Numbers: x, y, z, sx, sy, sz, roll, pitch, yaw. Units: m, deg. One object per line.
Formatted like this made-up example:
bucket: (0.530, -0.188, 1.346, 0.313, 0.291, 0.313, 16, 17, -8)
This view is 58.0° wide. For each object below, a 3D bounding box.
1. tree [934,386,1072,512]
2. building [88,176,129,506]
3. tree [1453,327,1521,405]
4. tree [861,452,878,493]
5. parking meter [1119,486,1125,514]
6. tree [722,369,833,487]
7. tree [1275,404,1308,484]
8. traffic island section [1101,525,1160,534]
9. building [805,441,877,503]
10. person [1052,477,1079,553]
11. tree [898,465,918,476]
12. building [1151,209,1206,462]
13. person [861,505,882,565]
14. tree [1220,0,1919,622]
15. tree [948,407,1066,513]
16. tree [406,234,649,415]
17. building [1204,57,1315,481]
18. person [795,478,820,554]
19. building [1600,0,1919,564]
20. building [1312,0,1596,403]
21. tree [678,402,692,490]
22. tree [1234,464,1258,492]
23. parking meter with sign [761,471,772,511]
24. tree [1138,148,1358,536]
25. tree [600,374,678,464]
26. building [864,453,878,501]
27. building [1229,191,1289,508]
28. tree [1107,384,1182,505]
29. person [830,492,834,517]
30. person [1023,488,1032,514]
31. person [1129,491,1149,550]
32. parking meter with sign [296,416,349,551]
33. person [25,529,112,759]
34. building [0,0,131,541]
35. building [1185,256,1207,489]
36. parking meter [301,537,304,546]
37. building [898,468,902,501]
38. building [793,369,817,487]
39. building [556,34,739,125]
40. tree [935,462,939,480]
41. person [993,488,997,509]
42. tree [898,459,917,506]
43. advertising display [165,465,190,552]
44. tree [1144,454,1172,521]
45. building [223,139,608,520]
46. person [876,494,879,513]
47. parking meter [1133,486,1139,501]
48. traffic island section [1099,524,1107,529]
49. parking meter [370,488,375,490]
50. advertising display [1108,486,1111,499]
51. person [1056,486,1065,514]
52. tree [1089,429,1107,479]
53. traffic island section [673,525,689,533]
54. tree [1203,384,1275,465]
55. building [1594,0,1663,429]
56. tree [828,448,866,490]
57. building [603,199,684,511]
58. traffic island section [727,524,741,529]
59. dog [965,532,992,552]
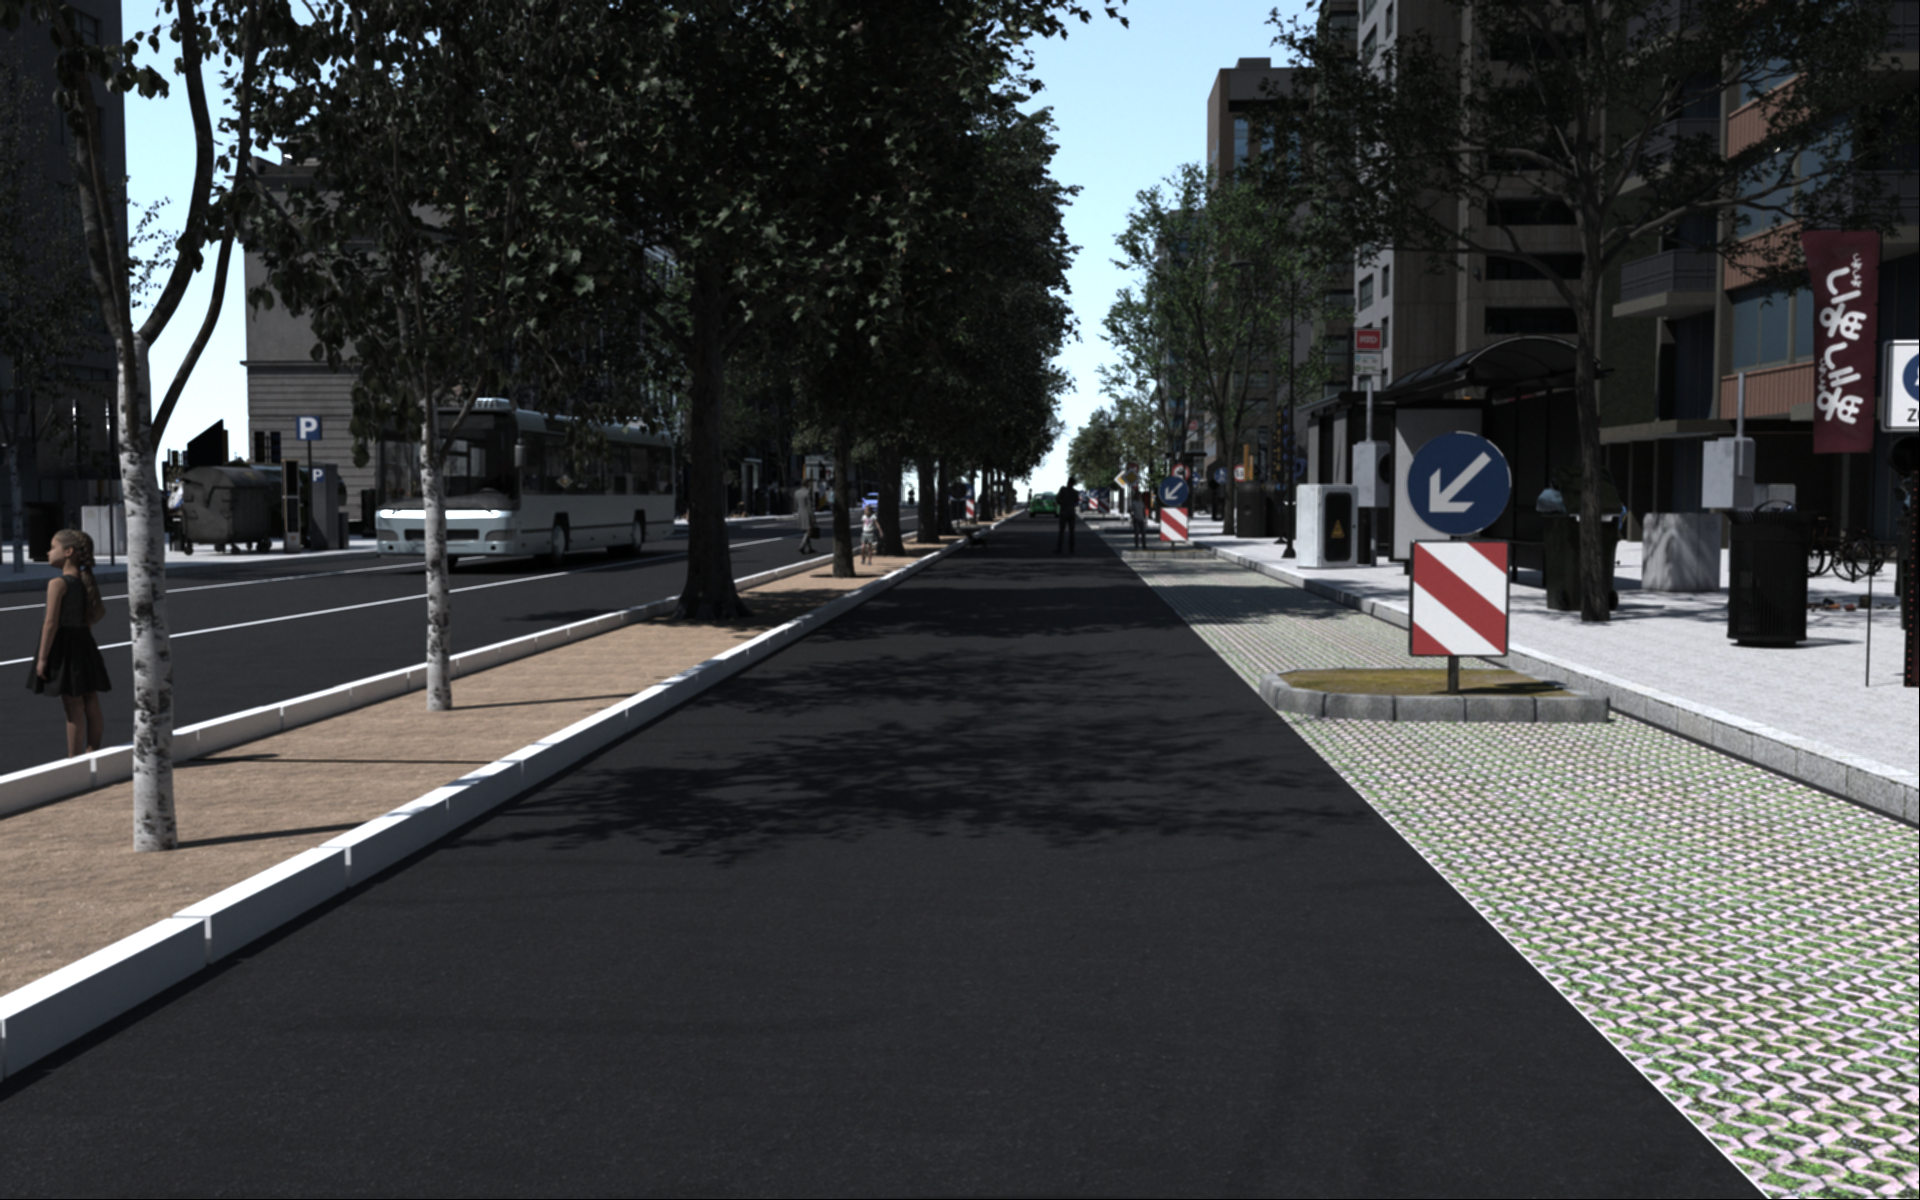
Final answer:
tree: (3.944, -13.970, 141.239, 12.009, 13.543, 11.850, 0, 3, 0)
building: (-54.505, -14.744, 90.211, 18.267, 20.994, 9.793, 0, 4, 3)
tree: (23.914, -7.753, 77.131, 4.360, 8.622, 3.978, 0, 3, 0)
tree: (-8.166, -13.071, 164.071, 4.737, 8.622, 4.395, 0, 3, 0)
parking meter: (10.653, -6.624, 114.010, 0.255, 1.863, 0.399, 2, 4, 32)
tree: (-11.329, -10.799, 110.975, 7.601, 10.594, 8.767, 2, 4, 34)
tree: (26.721, -11.739, 142.288, 4.360, 8.622, 3.978, 0, 3, 0)
traffic island section: (6.325, -2.541, 63.820, 2.009, 0.180, 2.903, 0, 4, 3)
building: (-27.034, -40.812, 256.522, 28.713, 52.752, 27.495, 0, 4, 3)
person: (2.589, -2.089, 42.462, 0.655, 1.846, 0.447, -1, 4, -14)
tree: (-4.855, -18.919, 219.695, 12.009, 13.543, 11.850, 0, 3, 0)
building: (43.479, -40.939, 288.956, 23.786, 49.044, 30.456, 0, 4, 3)
person: (-1.780, -1.300, 34.771, 0.505, 1.210, 0.382, 1, 4, 17)
tree: (6.101, -5.070, 17.303, 7.601, 10.594, 8.767, 1, 4, 13)
tree: (3.793, -11.882, 131.137, 8.767, 10.594, 7.601, 0, 4, 3)
tree: (-13.974, -7.413, 55.618, 8.767, 10.594, 7.601, 0, 4, -1)
building: (32.955, -32.356, 179.125, 14.600, 45.320, 14.200, 0, 4, 3)
person: (-3.650, -2.011, 41.481, 0.694, 1.812, 0.767, 3, 5, 45)
building: (27.099, -23.336, 36.172, 22.147, 44.769, 28.867, 0, 4, 3)
building: (27.637, -20.207, 102.078, 14.160, 30.474, 14.107, 0, 4, 3)
tree: (-19.009, -10.058, 114.818, 4.737, 8.622, 4.395, 0, 3, 0)
tree: (16.110, -6.366, 98.677, 1.663, 3.219, 1.824, 0, 3, 0)
parking meter with sign: (-14.488, -8.145, 129.431, 1.738, 3.016, 0.543, 3, 4, 36)
tree: (8.304, -7.809, 53.441, 9.928, 11.665, 9.643, 0, 3, 0)
tree: (-18.482, -8.953, 96.744, 4.737, 8.622, 4.395, 0, 3, 0)
building: (-22.622, -40.204, 281.042, 21.300, 48.544, 21.600, 0, 4, 3)
building: (32.636, -24.082, 165.447, 14.160, 30.474, 14.107, 0, 4, 3)
tree: (11.850, -9.727, 109.399, 4.737, 8.622, 4.395, 0, 3, 0)
person: (-7.837, -6.141, 108.769, 0.638, 1.841, 0.748, 0, 4, 2)
person: (4.984, -7.188, 125.872, 0.795, 1.843, 0.661, 0, 4, 7)
person: (4.464, -1.946, 42.905, 0.523, 1.515, 0.503, 3, 5, 40)
parking meter with sign: (-14.492, -2.646, 39.520, 0.543, 3.016, 1.738, 0, 4, 2)
person: (-4.533, 0.268, 8.781, 0.373, 1.253, 0.362, 1, 4, 10)
building: (-31.948, -22.244, 47.280, 14.086, 41.232, 14.154, 0, 4, 3)
building: (46.757, -34.859, 261.828, 32.217, 40.220, 23.993, 0, 4, 3)
parking meter: (-16.531, -2.127, 43.180, 0.372, 1.533, 0.369, 0, 3, 0)
building: (-17.646, -32.292, 299.670, 14.160, 30.474, 14.107, 0, 4, 3)
building: (-27.986, -32.853, 191.768, 22.147, 44.769, 28.867, 0, 4, 3)
building: (-29.229, -31.083, 162.830, 22.147, 44.769, 28.867, 0, 4, 3)
tree: (-3.907, -17.454, 235.732, 4.360, 8.622, 3.978, 0, 3, 0)
person: (1.991, -6.078, 107.715, 0.661, 1.843, 0.795, 0, 4, -8)
tree: (-6.136, -14.491, 187.284, 4.360, 8.622, 3.978, 0, 3, 0)
advertising display: (-17.458, -2.047, 38.682, 0.974, 1.923, 0.123, 3, 5, 42)
tree: (9.660, -5.480, 84.197, 1.663, 3.219, 1.824, 0, 3, 0)
building: (-28.661, -15.566, 96.298, 13.314, 21.916, 24.055, 0, 4, 3)
person: (-6.056, -7.482, 131.007, 0.537, 1.800, 0.526, 2, 4, 33)
parking meter: (12.239, -7.027, 120.610, 0.399, 1.863, 0.255, -2, 4, -32)
traffic island section: (6.770, -3.028, 71.793, 2.009, 0.180, 2.903, 0, 4, 3)
parking meter: (-24.775, -3.968, 73.293, 0.372, 1.533, 0.369, 0, 3, 0)
advertising display: (12.296, -8.413, 142.761, 0.123, 1.923, 0.974, 0, 4, -1)
person: (4.439, -4.023, 74.524, 0.600, 1.795, 0.529, 1, 4, 9)
tree: (13.515, -11.279, 134.766, 4.737, 8.622, 4.395, 0, 3, 0)
traffic island section: (-10.789, -2.599, 64.776, 2.009, 0.180, 2.903, 0, 4, 3)
tree: (18.436, -10.173, 116.685, 4.360, 8.622, 3.978, 0, 3, 0)
building: (27.925, -19.274, 86.830, 14.107, 30.474, 14.160, 0, 4, 3)
tree: (-9.342, -11.677, 141.284, 4.360, 8.622, 3.978, 0, 3, 0)
building: (-27.482, -19.812, 121.190, 12.463, 27.353, 25.104, 0, 4, 3)
traffic island section: (-10.344, -3.087, 72.748, 2.009, 0.180, 2.903, 0, 4, 3)
dog: (0.446, -1.428, 42.631, 0.540, 0.507, 0.406, -2, 4, -32)
